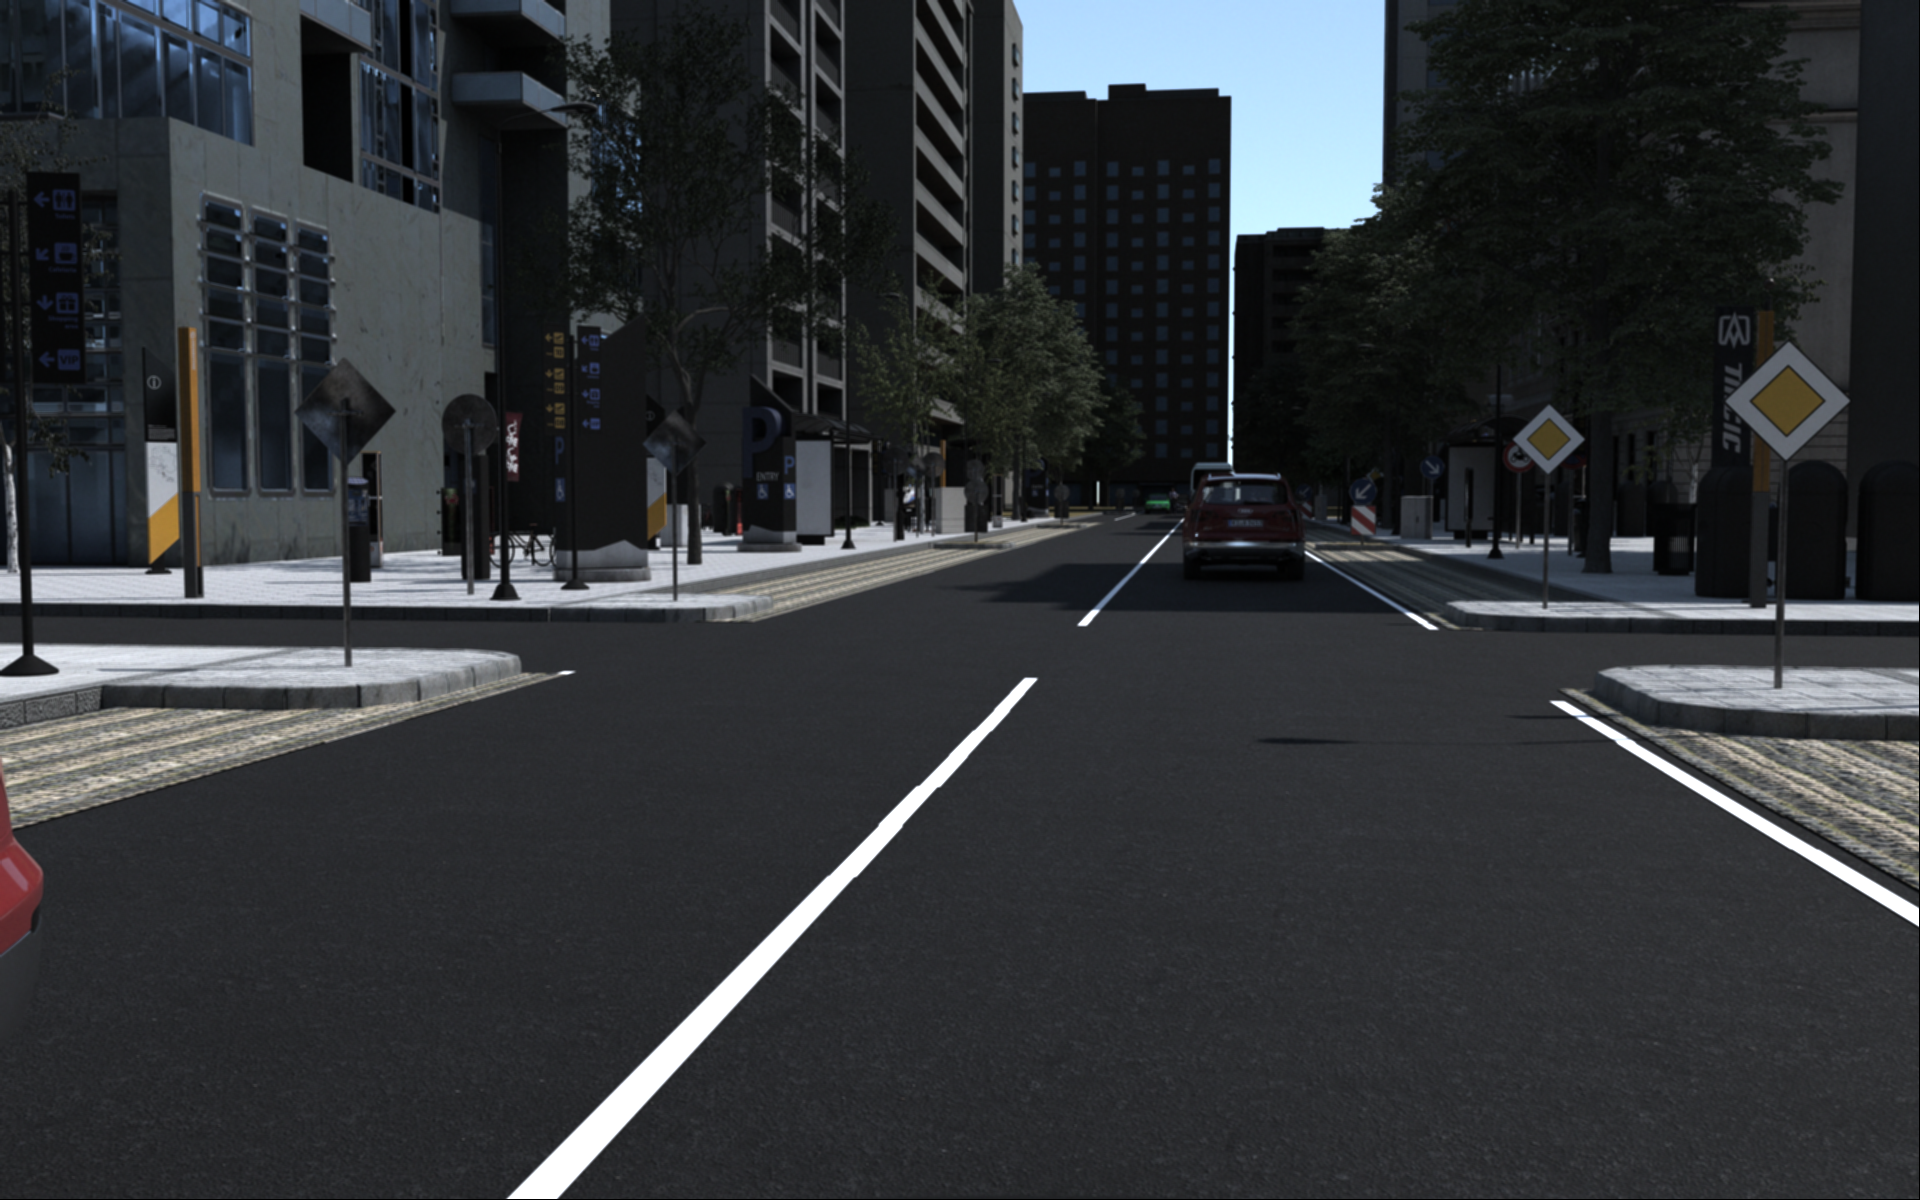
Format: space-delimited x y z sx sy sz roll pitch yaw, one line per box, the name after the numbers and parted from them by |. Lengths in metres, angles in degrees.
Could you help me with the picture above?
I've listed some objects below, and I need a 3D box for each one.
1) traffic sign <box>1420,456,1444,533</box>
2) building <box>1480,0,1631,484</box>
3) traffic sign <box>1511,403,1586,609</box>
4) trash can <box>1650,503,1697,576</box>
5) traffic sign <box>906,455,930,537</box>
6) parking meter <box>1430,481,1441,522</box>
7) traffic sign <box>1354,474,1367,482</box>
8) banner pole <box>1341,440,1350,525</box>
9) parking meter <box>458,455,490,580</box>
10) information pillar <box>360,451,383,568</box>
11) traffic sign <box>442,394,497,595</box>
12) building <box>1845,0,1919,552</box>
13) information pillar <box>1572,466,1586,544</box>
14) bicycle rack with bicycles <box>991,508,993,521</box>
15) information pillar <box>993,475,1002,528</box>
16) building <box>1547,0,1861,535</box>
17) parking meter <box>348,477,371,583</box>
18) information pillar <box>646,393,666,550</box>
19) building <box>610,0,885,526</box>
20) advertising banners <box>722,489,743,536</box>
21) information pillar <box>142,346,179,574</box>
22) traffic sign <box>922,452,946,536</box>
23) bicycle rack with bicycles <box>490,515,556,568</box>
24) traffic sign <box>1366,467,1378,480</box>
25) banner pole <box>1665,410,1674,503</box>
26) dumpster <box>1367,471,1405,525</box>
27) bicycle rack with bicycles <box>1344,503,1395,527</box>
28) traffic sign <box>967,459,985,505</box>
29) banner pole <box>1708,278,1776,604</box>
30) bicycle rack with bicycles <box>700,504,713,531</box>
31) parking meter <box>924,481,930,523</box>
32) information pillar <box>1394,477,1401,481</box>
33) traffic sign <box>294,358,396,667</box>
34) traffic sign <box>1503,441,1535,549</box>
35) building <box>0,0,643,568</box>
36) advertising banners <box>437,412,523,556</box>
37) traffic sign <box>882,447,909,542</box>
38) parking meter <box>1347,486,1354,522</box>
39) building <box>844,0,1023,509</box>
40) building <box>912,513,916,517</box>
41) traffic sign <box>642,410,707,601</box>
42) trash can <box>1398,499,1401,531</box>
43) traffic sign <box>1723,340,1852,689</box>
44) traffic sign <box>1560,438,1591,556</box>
15.694 -3.516 57.592 0.768 2.556 0.104 1 4 16 | traffic sign
32.995 -18.060 81.189 13.634 28.700 20.117 0 4 8 | building
6.528 -0.956 19.276 0.795 2.450 0.064 0 4 8 | traffic sign
11.298 -0.962 27.390 0.748 1.137 0.748 0 3 0 | trash can
-1.261 -3.058 51.180 0.795 2.450 0.064 1 4 17 | traffic sign
21.794 -4.507 79.401 0.399 1.863 0.255 -1 4 -22 | parking meter
21.383 -5.672 92.839 0.768 2.556 0.104 1 4 10 | traffic sign
15.879 -4.950 70.952 0.401 3.779 0.863 0 4 -1 | banner pole
-7.288 -1.240 25.990 0.399 1.863 0.255 1 4 18 | parking meter
-10.163 -1.556 29.930 0.304 2.012 0.304 -1 4 -9 | information pillar
-6.253 -1.343 22.057 0.768 2.556 0.104 1 4 13 | traffic sign
30.723 -14.442 29.631 24.014 27.812 14.314 0 4 8 | building
16.028 -2.465 44.792 0.304 2.012 0.304 3 5 40 | information pillar
0.205 -4.286 83.455 2.852 0.926 2.925 -1 4 -11 | bicycle rack with bicycles
1.423 -3.745 65.728 0.304 2.012 0.304 -1 4 -19 | information pillar
27.892 -12.081 62.152 10.561 19.102 19.286 0 4 8 | building
-8.784 -1.027 25.205 0.372 1.533 0.369 0 3 0 | parking meter
-6.959 -2.942 39.460 0.504 3.616 0.183 0 4 4 | information pillar
-14.027 -39.103 77.584 20.563 71.187 20.611 0 4 8 | building
-6.829 -3.495 53.338 0.090 3.025 2.074 1 4 19 | advertising banners
-12.812 -2.226 27.752 0.183 3.616 0.504 3 5 42 | information pillar
-0.820 -3.200 52.433 0.768 2.556 0.104 1 4 14 | traffic sign
-7.045 -1.032 30.256 2.852 0.926 2.925 1 4 23 | bicycle rack with bicycles
17.193 -4.315 71.741 0.795 2.450 0.064 1 4 10 | traffic sign
19.348 -3.500 47.235 0.401 3.779 0.863 1 4 11 | banner pole
17.091 -4.119 69.836 1.502 2.255 1.985 0 4 8 | dumpster
16.673 -3.303 67.394 2.852 0.926 2.925 -1 4 -17 | bicycle rack with bicycles
0.512 -3.869 63.366 0.768 2.556 0.104 1 4 11 | traffic sign
9.165 -1.847 20.220 0.863 3.779 0.401 0 4 -1 | banner pole
-9.839 -2.985 62.184 2.852 0.926 2.925 1 4 9 | bicycle rack with bicycles
-1.517 -4.339 76.647 0.255 1.863 0.399 1 4 19 | parking meter
19.271 -4.398 76.404 0.304 2.012 0.304 0 4 3 | information pillar
-4.543 -0.561 12.808 0.795 2.450 0.064 0 4 8 | traffic sign
13.120 -2.481 40.672 0.768 2.556 0.104 1 4 8 | traffic sign
-22.326 -44.743 44.214 22.319 86.520 31.000 0 4 8 | building
-10.031 -2.455 36.329 0.090 3.025 2.074 3 5 42 | advertising banners
-1.749 -2.843 46.588 0.768 2.556 0.104 1 4 17 | traffic sign
18.003 -4.547 80.057 0.399 1.863 0.255 0 4 5 | parking meter
-6.011 -32.458 154.382 21.600 48.544 21.300 0 4 8 | building
-11.652 -29.650 108.487 21.300 48.544 21.600 0 4 8 | building
-3.412 -1.044 20.713 0.795 2.450 0.064 0 4 8 | traffic sign
14.234 -2.661 55.166 0.748 1.137 0.748 0 3 0 | trash can
5.398 -0.473 11.371 0.795 2.450 0.064 0 4 8 | traffic sign
12.706 -2.195 35.998 0.768 2.556 0.104 1 4 11 | traffic sign
